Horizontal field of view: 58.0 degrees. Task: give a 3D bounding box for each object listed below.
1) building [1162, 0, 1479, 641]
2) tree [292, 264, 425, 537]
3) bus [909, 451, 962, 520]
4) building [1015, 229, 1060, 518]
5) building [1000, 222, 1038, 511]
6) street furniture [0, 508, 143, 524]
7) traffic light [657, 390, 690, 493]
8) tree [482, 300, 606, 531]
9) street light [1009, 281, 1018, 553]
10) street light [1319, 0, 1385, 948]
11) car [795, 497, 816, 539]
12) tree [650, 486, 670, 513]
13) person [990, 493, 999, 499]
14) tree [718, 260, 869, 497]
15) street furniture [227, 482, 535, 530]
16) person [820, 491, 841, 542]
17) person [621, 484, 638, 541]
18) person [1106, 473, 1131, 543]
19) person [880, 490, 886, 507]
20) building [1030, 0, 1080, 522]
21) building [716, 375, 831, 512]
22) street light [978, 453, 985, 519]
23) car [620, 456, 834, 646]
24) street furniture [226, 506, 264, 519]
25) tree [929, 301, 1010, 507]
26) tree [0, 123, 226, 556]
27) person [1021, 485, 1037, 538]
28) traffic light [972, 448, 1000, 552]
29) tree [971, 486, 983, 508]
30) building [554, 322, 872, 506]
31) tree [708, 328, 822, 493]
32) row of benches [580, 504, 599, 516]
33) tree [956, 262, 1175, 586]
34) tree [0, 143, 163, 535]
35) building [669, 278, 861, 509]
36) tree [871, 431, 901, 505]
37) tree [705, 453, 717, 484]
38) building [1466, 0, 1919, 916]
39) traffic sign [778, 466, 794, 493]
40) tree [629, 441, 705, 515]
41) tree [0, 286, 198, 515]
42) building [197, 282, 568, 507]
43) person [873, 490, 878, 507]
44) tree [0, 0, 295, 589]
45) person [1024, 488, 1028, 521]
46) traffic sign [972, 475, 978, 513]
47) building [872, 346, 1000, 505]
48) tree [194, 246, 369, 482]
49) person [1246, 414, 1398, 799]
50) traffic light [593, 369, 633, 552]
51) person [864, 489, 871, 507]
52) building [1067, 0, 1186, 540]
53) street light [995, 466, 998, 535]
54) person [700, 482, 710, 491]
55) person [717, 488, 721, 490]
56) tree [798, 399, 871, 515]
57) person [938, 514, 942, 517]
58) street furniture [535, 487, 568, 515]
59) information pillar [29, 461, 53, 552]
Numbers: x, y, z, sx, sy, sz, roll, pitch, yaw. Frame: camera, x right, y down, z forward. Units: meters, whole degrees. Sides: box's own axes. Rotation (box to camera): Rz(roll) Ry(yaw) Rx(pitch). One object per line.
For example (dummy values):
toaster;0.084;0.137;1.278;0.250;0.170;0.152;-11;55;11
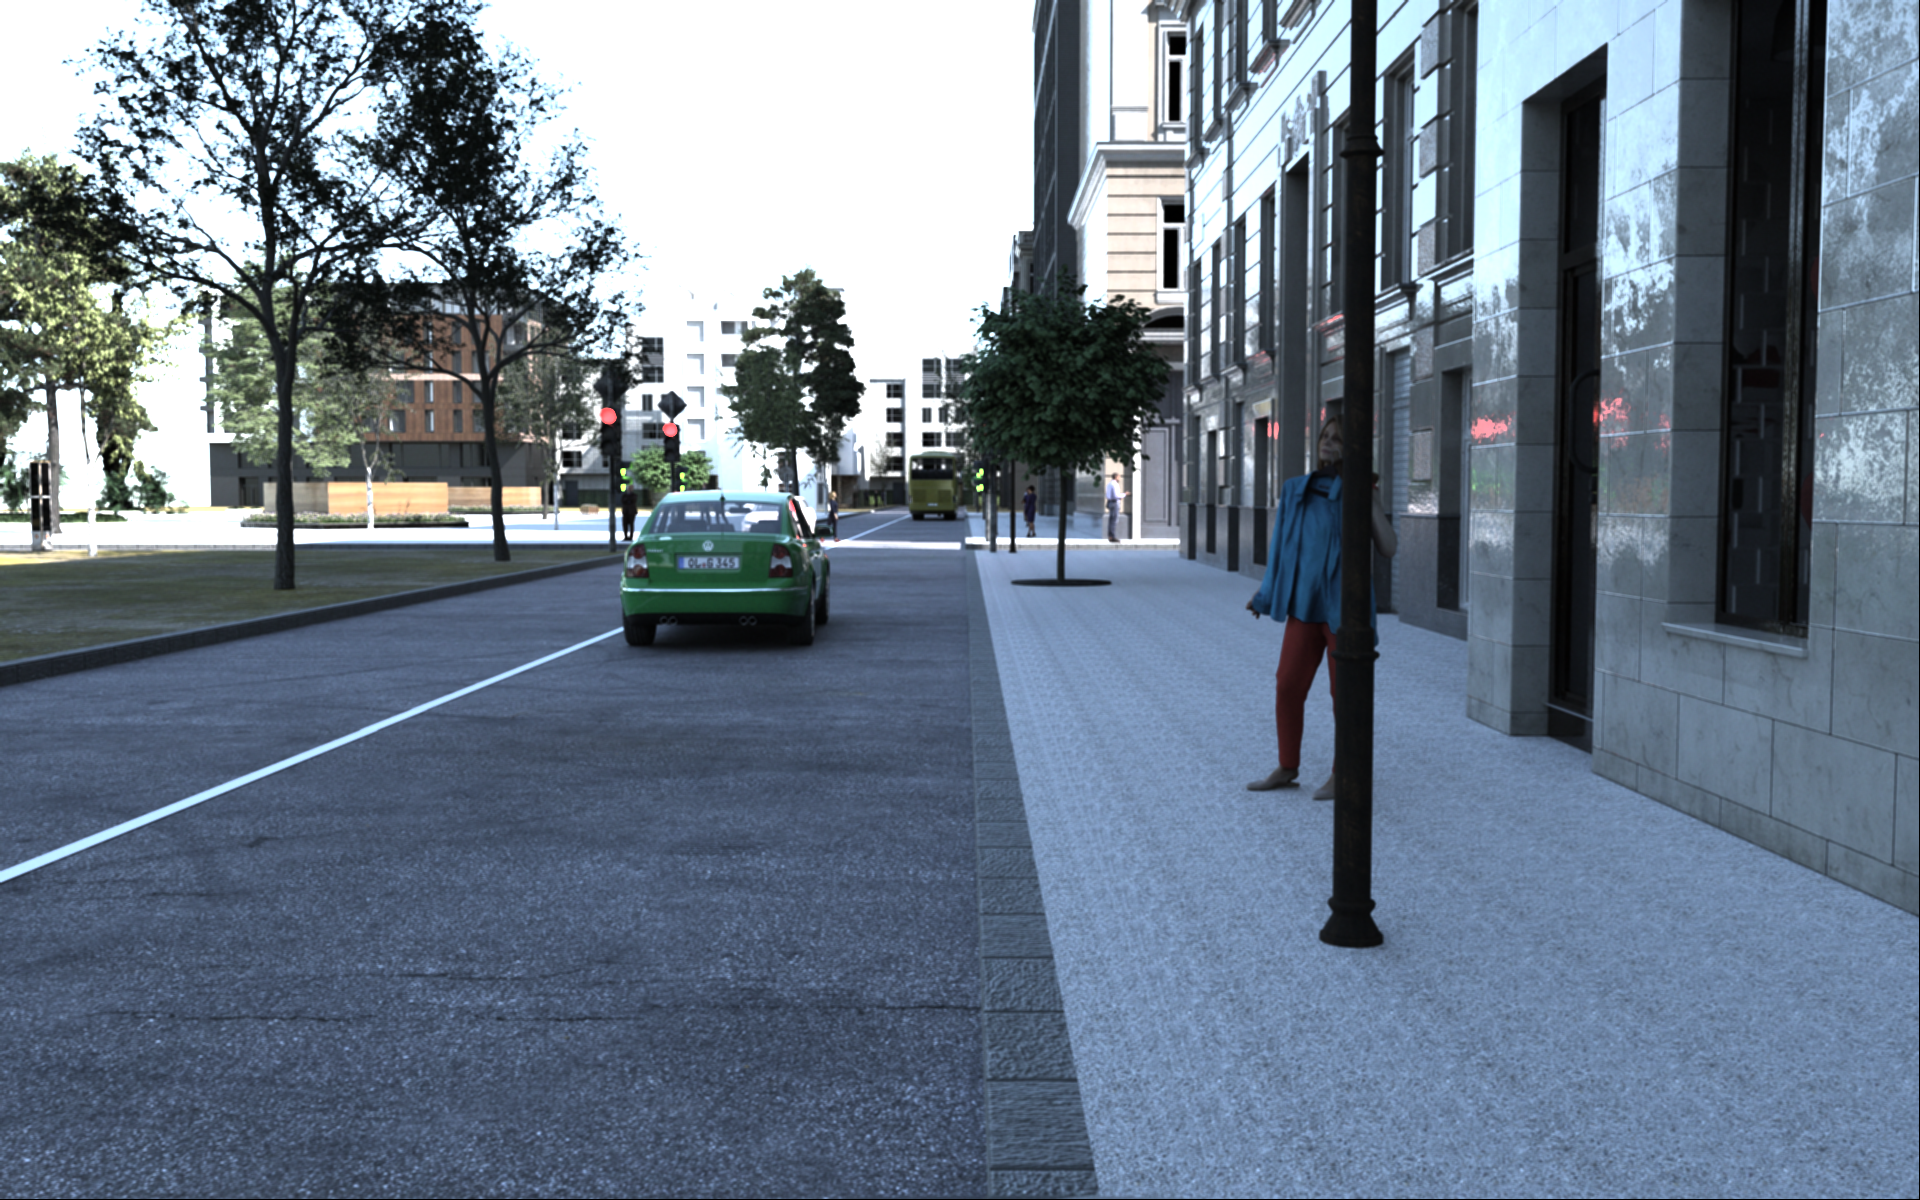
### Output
building;10.064;-13.759;22.229;12.463;27.353;25.104;0;3;0
tree;-17.835;-6.199;51.712;4.360;8.622;3.978;0;3;0
bus;-1.413;-6.536;98.412;2.896;3.916;12.252;0;4;1
building;10.549;-17.424;103.966;14.460;24.649;34.723;0;3;0
building;17.944;-18.513;146.656;27.936;21.610;32.646;0;3;0
street furniture;-41.462;-3.723;76.489;10.072;0.657;5.734;0;4;2
traffic light;-7.632;-3.478;46.102;0.839;4.213;0.868;0;3;0
tree;-14.390;-6.733;60.443;4.360;8.622;3.978;0;3;0
street light;1.156;-3.973;37.749;0.468;5.910;1.993;0;3;0
street light;1.125;-1.958;4.803;0.468;5.910;1.993;0;3;0
car;-5.425;-2.444;52.321;2.083;1.381;4.827;0;4;1
tree;-20.719;-7.564;118.272;1.663;3.219;1.824;0;3;0
person;2.763;-8.347;143.192;0.721;1.739;1.217;3;5;41
tree;-9.022;-11.427;94.259;7.806;13.903;7.818;0;3;0
street furniture;-23.623;-3.590;65.545;11.010;1.723;9.812;3;5;40
person;-3.867;-2.483;51.636;0.613;1.512;0.480;0;4;-6
person;-9.023;-2.386;47.318;0.482;1.546;0.388;1;4;12
person;4.180;-2.433;45.698;0.599;1.838;0.709;-1;4;-18
person;-7.805;-10.284;175.113;0.541;1.710;0.530;3;5;39
building;10.581;-17.190;74.557;14.314;27.812;24.014;0;3;0
building;-14.565;-11.845;135.816;9.099;9.664;28.070;0;3;0
street light;1.223;-7.011;87.420;0.468;5.910;1.993;0;3;0
car;-2.302;-0.548;17.761;1.959;1.807;4.718;0;4;-1
street furniture;-32.812;-4.522;89.559;10.072;0.657;5.734;1;4;18
tree;0.987;-7.038;65.429;4.360;8.622;3.978;0;3;0
tree;-17.636;-5.204;35.443;4.737;8.622;4.395;0;3;0
person;1.995;-2.610;51.081;0.546;1.535;0.453;1;4;21
traffic light;0.729;-3.477;46.100;0.839;4.213;0.868;0;3;0
tree;1.917;-9.852;155.673;1.663;3.219;1.824;0;3;0
building;-26.020;-19.597;186.874;31.486;18.905;16.747;0;3;0
tree;-8.755;-7.680;75.925;4.737;8.622;4.395;0;3;0
row of benches;-22.289;-5.424;104.138;1.422;0.672;4.104;-1;4;-19
tree;1.428;-2.500;24.582;4.285;4.588;4.351;0;3;0
tree;-28.706;-8.108;54.614;6.751;12.117;7.091;0;3;0
building;-17.119;-18.297;155.578;16.016;20.091;11.380;0;3;0
tree;-8.812;-15.176;198.497;4.360;8.622;3.978;0;3;0
tree;-17.681;-7.975;114.104;4.285;4.588;4.351;0;3;0
building;8.085;-8.941;0.945;10.420;20.320;16.860;0;3;0
traffic sign;-8.003;-4.863;79.620;0.768;2.556;0.104;0;4;3
tree;-18.919;-7.561;107.335;4.285;4.588;4.351;0;3;0
tree;-57.544;-12.565;107.257;18.604;14.587;13.155;-2;4;-24
building;-58.774;-20.625;181.188;32.646;21.610;27.936;0;3;0
person;-8.374;-10.131;172.487;0.445;1.727;0.742;0;4;3
tree;-8.911;-5.439;23.344;8.767;10.594;7.601;2;4;34
person;3.197;-4.520;82.010;0.319;1.574;0.516;0;4;-4
traffic sign;1.187;-7.245;118.556;0.768;2.556;0.104;1;4;9
building;-6.180;-21.333;215.250;31.486;18.905;16.747;0;3;0
tree;-30.924;-9.806;78.447;7.486;12.596;7.792;0;3;0
person;1.520;0.028;7.289;0.444;1.614;0.593;-1;4;-22
traffic light;-7.649;-2.989;38.117;0.839;4.213;0.868;0;3;0
person;-9.306;-10.276;174.497;0.683;1.767;0.568;-3;5;-40
building;13.712;-16.381;53.733;20.117;28.700;13.634;0;3;0
street light;1.109;-4.966;53.976;0.468;5.910;1.993;0;3;0
person;-10.262;-3.838;69.347;0.434;1.755;0.990;3;5;44
person;-8.107;-3.058;58.736;0.574;1.496;0.600;-1;4;-18
tree;-8.408;-9.583;107.047;4.360;8.622;3.978;0;3;0
person;-1.244;-6.155;110.598;0.517;1.644;0.566;-3;4;-36
street furniture;-29.377;-6.202;108.262;11.010;1.723;9.812;1;4;16
information pillar;-20.532;-2.091;38.685;0.304;2.012;0.304;1;4;16
